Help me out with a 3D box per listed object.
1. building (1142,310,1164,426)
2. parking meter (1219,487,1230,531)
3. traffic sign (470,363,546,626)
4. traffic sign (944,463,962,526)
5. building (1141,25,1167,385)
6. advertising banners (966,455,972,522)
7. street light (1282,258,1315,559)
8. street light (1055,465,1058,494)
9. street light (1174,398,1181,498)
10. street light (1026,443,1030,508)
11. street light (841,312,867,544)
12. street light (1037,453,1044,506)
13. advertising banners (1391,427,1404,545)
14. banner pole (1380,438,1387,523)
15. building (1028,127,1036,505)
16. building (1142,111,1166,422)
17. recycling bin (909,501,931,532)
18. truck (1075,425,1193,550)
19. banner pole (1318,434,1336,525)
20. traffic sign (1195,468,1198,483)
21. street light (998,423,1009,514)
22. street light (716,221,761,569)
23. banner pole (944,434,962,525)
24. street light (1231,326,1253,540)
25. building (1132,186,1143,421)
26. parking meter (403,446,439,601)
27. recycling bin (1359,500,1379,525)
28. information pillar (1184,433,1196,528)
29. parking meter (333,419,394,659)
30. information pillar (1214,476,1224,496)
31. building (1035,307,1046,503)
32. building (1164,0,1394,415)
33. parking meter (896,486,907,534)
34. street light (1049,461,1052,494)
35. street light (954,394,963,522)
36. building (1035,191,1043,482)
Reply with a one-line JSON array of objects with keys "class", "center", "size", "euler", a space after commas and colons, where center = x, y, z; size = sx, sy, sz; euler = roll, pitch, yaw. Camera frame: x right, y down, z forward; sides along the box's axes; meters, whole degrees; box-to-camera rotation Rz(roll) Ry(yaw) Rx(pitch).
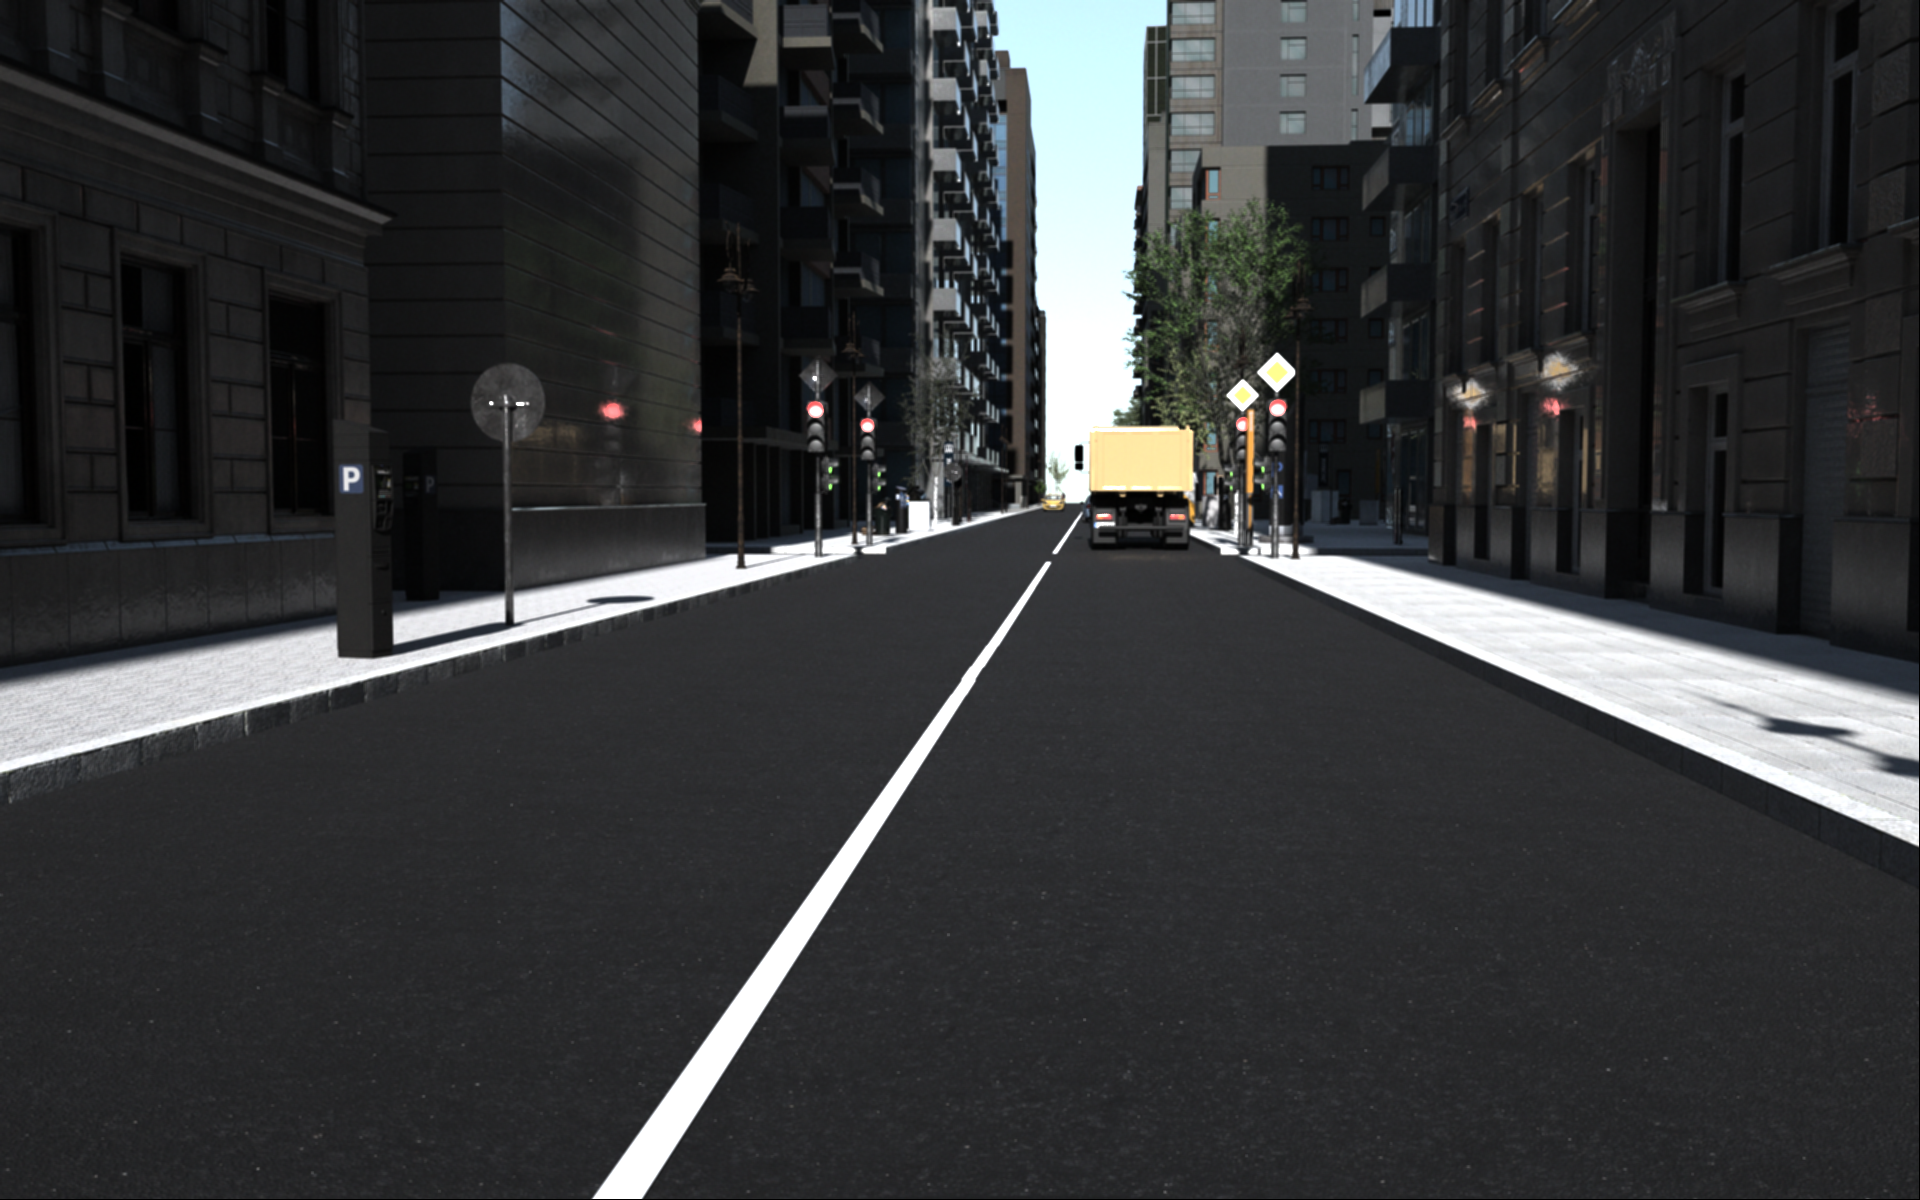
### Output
[{"class": "building", "center": [32.880, -20.273, 176.503], "size": [27.650, 21.520, 28.899], "euler": [0, 4, 4]}, {"class": "parking meter", "center": [9.297, -3.211, 60.906], "size": [0.372, 1.533, 0.369], "euler": [0, 3, 0]}, {"class": "traffic sign", "center": [-4.400, -1.024, 16.845], "size": [0.768, 2.556, 0.104], "euler": [1, 4, 9]}, {"class": "traffic sign", "center": [-0.294, -4.271, 69.929], "size": [0.768, 2.556, 0.104], "euler": [1, 4, 10]}, {"class": "building", "center": [36.061, -50.510, 264.082], "size": [20.563, 71.187, 20.611], "euler": [0, 4, 4]}, {"class": "advertising banners", "center": [0.389, -5.058, 78.882], "size": [0.090, 3.025, 2.074], "euler": [0, 4, 7]}, {"class": "street light", "center": [6.639, -3.750, 34.096], "size": [0.468, 5.910, 1.993], "euler": [0, 4, 4]}, {"class": "street light", "center": [15.234, -18.367, 273.088], "size": [0.468, 5.910, 1.993], "euler": [0, 4, 4]}, {"class": "street light", "center": [10.427, -6.705, 82.422], "size": [0.468, 5.910, 1.993], "euler": [0, 4, 4]}, {"class": "street light", "center": [6.061, -11.138, 154.887], "size": [0.468, 5.910, 1.993], "euler": [0, 4, 4]}, {"class": "street light", "center": [-2.688, -4.358, 44.042], "size": [0.468, 5.910, 1.993], "euler": [0, 4, 4]}, {"class": "street light", "center": [8.678, -13.276, 189.853], "size": [0.468, 5.910, 1.993], "euler": [0, 4, 4]}, {"class": "advertising banners", "center": [11.192, -2.947, 44.364], "size": [0.090, 3.025, 2.074], "euler": [0, 4, 7]}, {"class": "banner pole", "center": [19.042, -5.360, 77.654], "size": [0.401, 3.779, 0.863], "euler": [0, 4, 5]}, {"class": "building", "center": [-1.704, -36.082, 213.645], "size": [21.300, 48.544, 21.600], "euler": [0, 4, 4]}, {"class": "building", "center": [33.619, -36.161, 214.933], "size": [21.300, 48.544, 21.600], "euler": [0, 4, 4]}, {"class": "recycling bin", "center": [-1.377, -2.874, 59.544], "size": [0.722, 1.027, 0.722], "euler": [0, 4, 4]}, {"class": "truck", "center": [4.888, -3.189, 48.057], "size": [3.469, 3.379, 9.791], "euler": [0, 4, 4]}, {"class": "banner pole", "center": [15.301, -5.030, 72.264], "size": [0.863, 3.779, 0.401], "euler": [-1, 4, -21]}, {"class": "traffic sign", "center": [8.935, -3.982, 67.231], "size": [0.606, 2.300, 0.079], "euler": [1, 4, 13]}, {"class": "street light", "center": [2.768, -8.586, 113.170], "size": [0.468, 5.910, 1.993], "euler": [0, 4, 4]}, {"class": "street light", "center": [-3.771, -3.479, 29.667], "size": [0.468, 5.910, 1.993], "euler": [0, 4, 4]}, {"class": "banner pole", "center": [-0.328, -5.047, 72.528], "size": [0.863, 3.779, 0.401], "euler": [2, 4, 29]}, {"class": "street light", "center": [7.772, -4.591, 47.852], "size": [0.468, 5.910, 1.993], "euler": [0, 4, 4]}, {"class": "building", "center": [35.145, -35.815, 240.192], "size": [22.147, 44.769, 28.867], "euler": [0, 4, 4]}, {"class": "parking meter", "center": [-6.493, -0.926, 20.858], "size": [0.255, 1.863, 0.399], "euler": [1, 4, 17]}, {"class": "recycling bin", "center": [16.819, -3.585, 71.175], "size": [0.722, 1.027, 0.722], "euler": [1, 4, 19]}, {"class": "information pillar", "center": [8.798, -4.585, 66.311], "size": [0.504, 3.616, 0.183], "euler": [3, 5, 40]}, {"class": "parking meter", "center": [-4.677, -0.482, 13.599], "size": [0.399, 1.863, 0.255], "euler": [1, 4, 19]}, {"class": "information pillar", "center": [10.423, -3.995, 69.807], "size": [0.304, 2.012, 0.304], "euler": [-2, 4, -23]}, {"class": "building", "center": [5.820, -30.009, 262.355], "size": [14.160, 30.474, 14.107], "euler": [0, 4, 4]}, {"class": "building", "center": [31.426, -34.123, 147.152], "size": [28.713, 52.752, 27.495], "euler": [0, 4, 4]}, {"class": "parking meter", "center": [-1.900, -2.918, 56.118], "size": [0.372, 1.533, 0.369], "euler": [0, 3, 0]}, {"class": "street light", "center": [12.438, -16.251, 238.485], "size": [0.468, 5.910, 1.993], "euler": [0, 4, 4]}, {"class": "street light", "center": [0.024, -6.472, 78.608], "size": [0.468, 5.910, 1.993], "euler": [0, 4, 4]}, {"class": "building", "center": [-0.610, -37.920, 239.602], "size": [23.786, 49.044, 30.456], "euler": [0, 4, 4]}]
